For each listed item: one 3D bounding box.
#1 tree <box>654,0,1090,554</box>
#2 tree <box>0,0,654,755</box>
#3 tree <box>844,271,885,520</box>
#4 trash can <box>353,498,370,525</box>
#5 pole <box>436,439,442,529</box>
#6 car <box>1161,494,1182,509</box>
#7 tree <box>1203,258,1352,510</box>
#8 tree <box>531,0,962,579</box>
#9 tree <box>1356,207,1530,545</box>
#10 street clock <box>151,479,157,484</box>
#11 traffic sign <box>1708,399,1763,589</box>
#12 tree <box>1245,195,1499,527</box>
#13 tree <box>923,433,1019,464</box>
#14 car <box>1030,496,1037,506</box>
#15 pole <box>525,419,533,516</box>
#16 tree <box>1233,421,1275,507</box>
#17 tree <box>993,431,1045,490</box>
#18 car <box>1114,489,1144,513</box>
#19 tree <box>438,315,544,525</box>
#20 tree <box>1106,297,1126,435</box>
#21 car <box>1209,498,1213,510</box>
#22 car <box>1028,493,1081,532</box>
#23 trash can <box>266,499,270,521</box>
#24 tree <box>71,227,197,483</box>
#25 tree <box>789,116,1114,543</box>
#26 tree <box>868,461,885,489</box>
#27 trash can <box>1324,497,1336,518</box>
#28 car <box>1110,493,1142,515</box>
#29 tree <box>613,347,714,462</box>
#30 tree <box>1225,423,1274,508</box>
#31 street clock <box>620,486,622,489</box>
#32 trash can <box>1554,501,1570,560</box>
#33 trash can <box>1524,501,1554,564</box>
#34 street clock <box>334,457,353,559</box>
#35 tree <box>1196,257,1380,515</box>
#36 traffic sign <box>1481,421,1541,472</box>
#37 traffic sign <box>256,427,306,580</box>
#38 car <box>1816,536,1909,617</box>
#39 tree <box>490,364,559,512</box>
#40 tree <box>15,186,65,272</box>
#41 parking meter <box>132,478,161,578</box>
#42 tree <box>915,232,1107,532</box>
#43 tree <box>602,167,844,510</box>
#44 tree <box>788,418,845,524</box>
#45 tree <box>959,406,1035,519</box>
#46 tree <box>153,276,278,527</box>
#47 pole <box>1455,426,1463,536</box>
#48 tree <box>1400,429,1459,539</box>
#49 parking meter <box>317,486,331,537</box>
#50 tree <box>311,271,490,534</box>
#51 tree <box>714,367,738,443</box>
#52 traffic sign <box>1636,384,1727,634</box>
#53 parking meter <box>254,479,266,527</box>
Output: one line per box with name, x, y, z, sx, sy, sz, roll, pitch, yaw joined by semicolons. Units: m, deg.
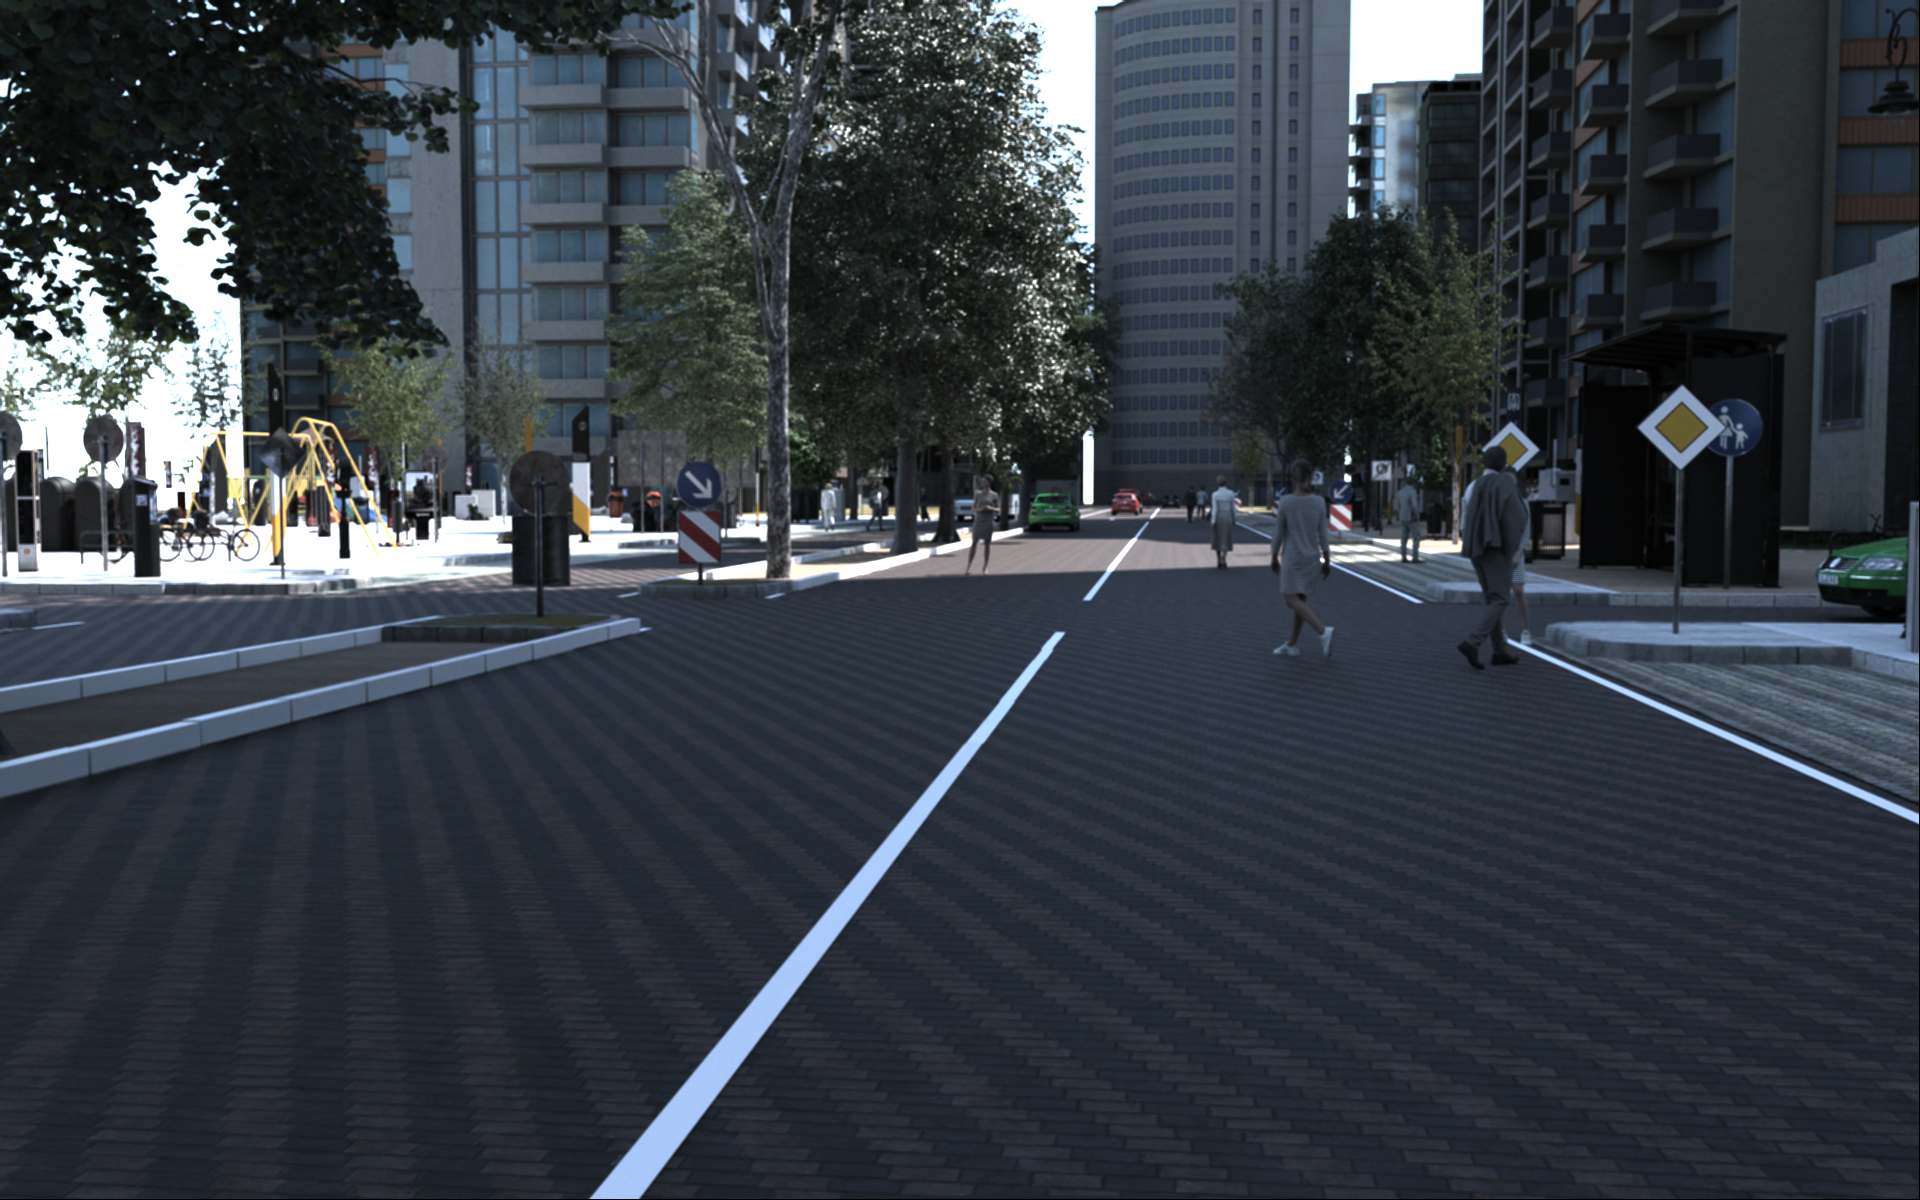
tree;-1.321;-8.065;40.970;9.857;13.997;8.962;0;3;0
tree;-5.546;-6.110;9.010;9.857;13.997;8.962;0;3;0
tree;-5.309;-10.258;85.840;7.486;12.596;7.792;0;3;0
trash can;-24.679;-3.656;71.437;0.748;1.137;0.748;0;3;0
pole;-19.216;-4.282;63.856;0.158;3.312;0.155;0;3;0
car;20.774;-9.818;170.308;2.009;1.686;4.222;0;4;7
tree;25.453;-17.197;137.055;12.611;20.169;13.585;0;3;0
tree;-4.175;-10.482;29.731;12.611;20.169;13.585;0;3;0
tree;12.390;-5.703;43.602;4.737;8.622;4.395;0;3;0
street clock;-38.756;-4.797;83.004;0.471;2.002;0.358;-1;4;-17
traffic sign;10.351;-1.419;23.308;0.768;2.556;0.104;1;4;15
tree;15.942;-9.177;67.060;9.611;12.733;9.660;0;3;0
tree;1.920;-14.218;142.839;12.009;13.543;11.850;0;3;0
car;5.221;-6.441;117.897;1.945;1.354;3.894;1;4;8
pole;-11.722;-3.260;47.136;0.158;3.312;0.155;0;3;0
tree;28.266;-13.275;167.403;4.360;8.622;3.978;0;3;0
tree;3.161;-7.983;83.341;4.360;8.622;3.978;0;3;0
car;12.899;-7.566;132.374;2.281;1.827;5.304;0;4;5
tree;-18.722;-7.335;70.294;4.360;8.622;3.978;0;3;0
tree;2.810;-10.206;75.973;9.857;13.997;8.962;0;3;0
car;23.327;-8.905;155.380;2.009;1.686;4.222;1;4;8
car;3.663;-3.544;66.744;1.959;1.807;4.718;0;4;7
trash can;-31.413;-4.133;79.228;0.748;1.137;0.748;0;3;0
tree;-22.720;-5.876;46.441;4.737;8.622;4.395;0;3;0
tree;-0.374;-8.032;50.781;9.611;12.733;9.660;0;3;0
tree;-4.281;-8.966;96.958;4.360;8.622;3.978;0;3;0
trash can;19.935;-4.985;93.152;0.748;1.137;0.748;0;3;0
car;11.263;-6.646;117.698;2.155;1.783;4.494;0;4;7
tree;-15.120;-8.211;84.612;4.360;8.622;3.978;0;3;0
tree;26.723;-12.789;159.462;4.737;8.622;4.395;0;3;0
street clock;-19.423;-5.860;100.383;0.471;2.002;0.358;1;4;18
trash can;11.548;-1.363;33.945;0.748;1.137;0.748;0;3;0
trash can;10.412;-1.255;32.174;0.748;1.137;0.748;0;3;0
street clock;-12.196;-1.817;34.276;0.358;2.002;0.471;-2;4;-31
tree;18.154;-10.912;88.774;12.009;13.543;11.850;0;3;0
traffic sign;7.542;-1.232;23.794;0.795;2.450;0.064;0;4;7
traffic sign;-10.170;-1.365;25.957;0.795;2.450;0.064;0;4;7
car;12.112;-0.642;19.293;4.718;1.807;1.959;0;4;5
tree;-24.785;-9.003;97.565;4.737;8.622;4.395;0;3;0
tree;-19.416;-5.048;32.904;4.360;8.622;3.978;0;3;0
parking meter;-12.543;-1.119;26.701;0.372;1.533;0.369;0;3;0
tree;1.783;-8.417;65.836;9.928;11.665;9.643;0;3;0
tree;-8.889;-8.750;61.188;7.486;12.596;7.792;0;3;0
tree;-6.607;-5.555;74.540;4.285;4.588;4.351;0;3;0
tree;0.565;-6.470;58.603;4.737;8.622;4.395;0;3;0
tree;-25.524;-6.648;59.061;4.360;8.622;3.978;0;3;0
pole;14.867;-3.537;51.673;0.158;3.312;0.155;0;3;0
tree;13.887;-3.409;50.344;1.663;3.219;1.824;0;3;0
parking meter;-18.941;-2.640;51.576;0.372;1.533;0.369;0;3;0
tree;-18.316;-6.395;54.923;4.737;8.622;4.395;0;3;0
tree;-13.964;-8.830;94.726;4.360;8.622;3.978;0;3;0
traffic sign;6.579;-0.748;15.867;0.795;2.450;0.064;0;4;7
parking meter;-27.722;-3.845;68.574;0.399;1.863;0.255;1;4;17
